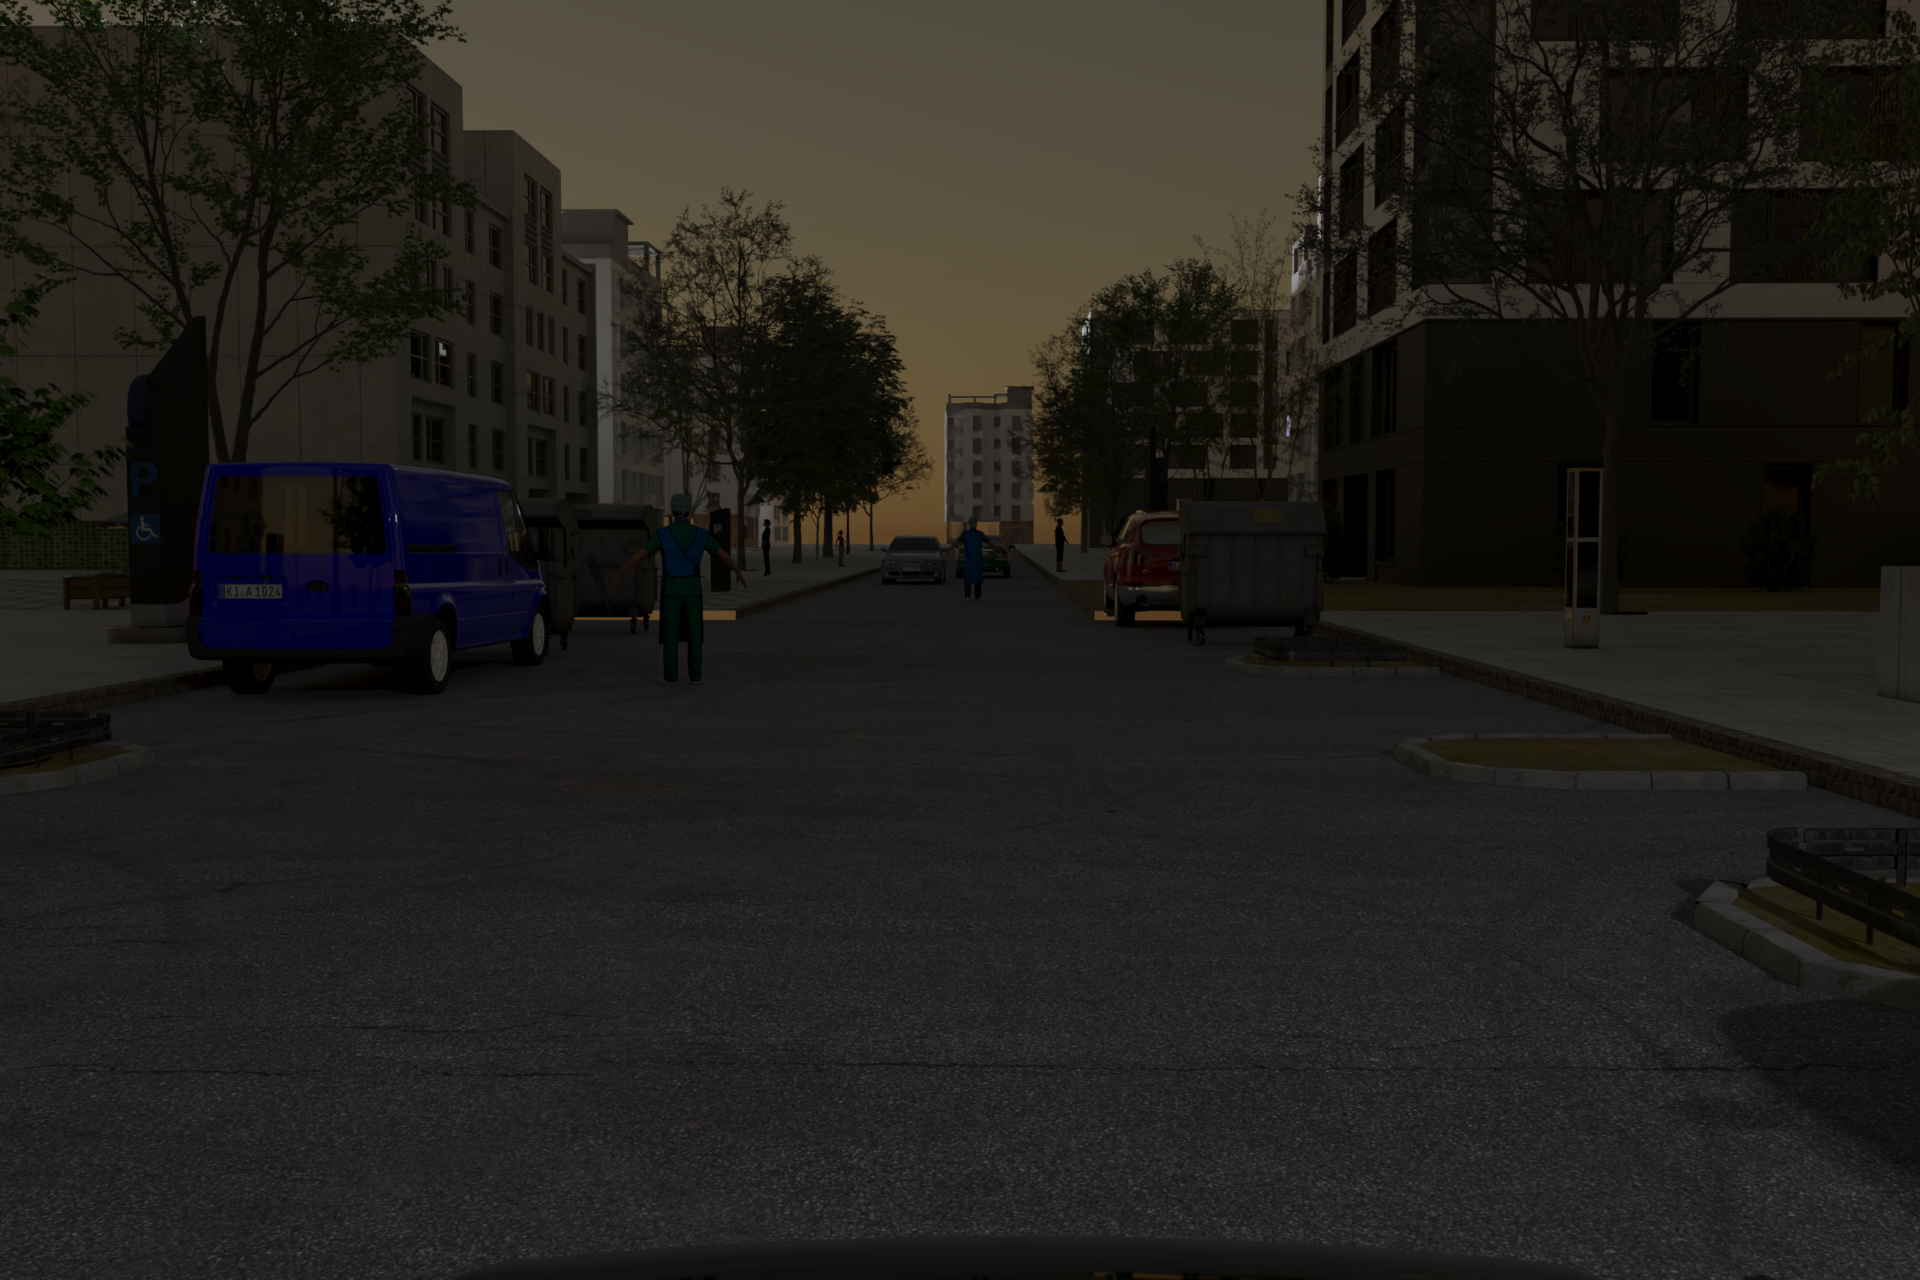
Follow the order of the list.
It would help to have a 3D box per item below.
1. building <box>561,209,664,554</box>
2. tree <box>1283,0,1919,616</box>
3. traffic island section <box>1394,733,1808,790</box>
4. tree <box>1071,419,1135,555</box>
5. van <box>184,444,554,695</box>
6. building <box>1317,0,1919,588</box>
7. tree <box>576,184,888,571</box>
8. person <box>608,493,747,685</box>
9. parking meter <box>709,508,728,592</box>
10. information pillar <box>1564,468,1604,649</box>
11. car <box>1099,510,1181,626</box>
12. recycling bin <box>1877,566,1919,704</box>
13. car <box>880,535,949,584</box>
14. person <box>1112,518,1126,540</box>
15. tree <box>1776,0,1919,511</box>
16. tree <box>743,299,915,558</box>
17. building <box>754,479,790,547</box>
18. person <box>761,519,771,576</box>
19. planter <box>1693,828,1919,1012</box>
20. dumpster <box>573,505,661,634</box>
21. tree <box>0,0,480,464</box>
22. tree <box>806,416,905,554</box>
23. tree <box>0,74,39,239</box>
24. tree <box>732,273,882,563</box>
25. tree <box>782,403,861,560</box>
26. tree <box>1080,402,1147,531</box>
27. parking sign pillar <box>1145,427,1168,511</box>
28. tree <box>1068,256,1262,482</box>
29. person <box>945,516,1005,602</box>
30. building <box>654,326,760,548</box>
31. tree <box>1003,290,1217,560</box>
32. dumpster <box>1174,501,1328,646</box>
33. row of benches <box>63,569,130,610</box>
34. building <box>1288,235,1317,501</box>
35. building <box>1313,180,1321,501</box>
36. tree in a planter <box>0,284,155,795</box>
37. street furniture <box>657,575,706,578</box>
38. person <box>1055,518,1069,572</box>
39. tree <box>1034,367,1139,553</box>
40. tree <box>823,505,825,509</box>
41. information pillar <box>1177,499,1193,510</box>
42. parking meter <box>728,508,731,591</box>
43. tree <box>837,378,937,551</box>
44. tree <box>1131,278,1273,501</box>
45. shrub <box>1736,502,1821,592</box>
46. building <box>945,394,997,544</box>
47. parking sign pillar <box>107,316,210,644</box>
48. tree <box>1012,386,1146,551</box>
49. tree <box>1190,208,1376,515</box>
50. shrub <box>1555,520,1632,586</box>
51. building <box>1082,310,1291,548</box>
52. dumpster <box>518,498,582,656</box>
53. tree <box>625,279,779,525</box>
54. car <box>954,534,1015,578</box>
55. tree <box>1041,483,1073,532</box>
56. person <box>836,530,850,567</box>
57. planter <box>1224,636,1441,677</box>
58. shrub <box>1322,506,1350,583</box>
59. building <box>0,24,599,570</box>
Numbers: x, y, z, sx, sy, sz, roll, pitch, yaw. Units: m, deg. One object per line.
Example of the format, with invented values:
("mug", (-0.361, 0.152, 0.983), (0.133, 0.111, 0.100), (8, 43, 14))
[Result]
("building", (-24.997, -15.038, 102.287), (16.016, 20.090, 11.380), (0, 4, 2))
("tree", (10.420, -7.168, 27.563), (12.009, 13.543, 11.850), (0, 3, 0))
("traffic island section", (3.771, 0.743, 10.710), (1.991, 0.108, 1.994), (0, 4, 1))
("tree", (8.823, -9.438, 104.677), (4.360, 8.622, 3.978), (0, 3, 0))
("van", (-5.538, -0.780, 17.130), (2.240, 2.365, 5.245), (0, 4, 1))
("building", (25.417, -13.022, 56.890), (27.936, 21.610, 32.646), (0, 4, 1))
("tree", (-7.653, -9.182, 60.493), (12.009, 13.543, 11.850), (0, 3, 0))
("person", (-2.660, -0.483, 16.480), (1.347, 1.817, 0.704), (-2, 4, -24))
("parking meter", (-5.390, -2.014, 38.633), (0.399, 1.863, 0.255), (0, 4, 3))
("information pillar", (6.989, -0.913, 19.418), (0.304, 2.012, 0.304), (0, 4, 1))
("car", (3.461, -1.205, 28.382), (2.281, 1.827, 5.304), (0, 4, 2))
("recycling bin", (7.620, -0.050, 13.371), (0.722, 1.027, 0.722), (0, 4, 2))
("car", (-1.314, -2.370, 50.755), (2.014, 1.417, 4.499), (0, 4, 2))
("person", (5.474, -3.171, 58.031), (0.705, 1.806, 1.347), (-3, 5, -42))
("tree", (9.441, -4.002, 15.798), (4.737, 8.622, 4.395), (0, 3, 0))
("tree", (-7.337, -11.504, 94.741), (9.857, 13.997, 8.962), (0, 3, 0))
("building", (-23.244, -15.280, 191.979), (9.099, 9.664, 28.070), (0, 4, 2))
("person", (-5.959, -2.809, 52.653), (0.721, 1.740, 1.216), (0, 4, -7))
("planter", (3.662, 0.932, 5.909), (1.991, 0.319, 1.994), (0, 4, 2))
("dumpster", (-5.363, -1.036, 25.149), (1.865, 1.857, 1.264), (0, 4, 1))
("tree", (-11.486, -6.196, 27.057), (9.928, 11.665, 9.643), (0, 3, 0))
("tree", (-6.983, -10.817, 111.276), (8.767, 10.594, 7.601), (2, 4, 35))
("tree", (-11.302, -4.056, 16.684), (4.360, 8.622, 3.978), (0, 3, 0))
("tree", (-6.894, -9.650, 75.900), (7.486, 12.596, 7.792), (0, 3, 0))
("tree", (-6.879, -8.188, 84.239), (4.737, 8.622, 4.395), (0, 3, 0))
("tree", (8.438, -8.987, 97.299), (4.360, 8.622, 3.978), (0, 3, 0))
("parking sign pillar", (4.987, -3.410, 44.227), (1.447, 3.967, 1.447), (0, 3, 0))
("tree", (7.574, -8.490, 64.561), (9.928, 11.665, 9.643), (0, 3, 0))
("person", (0.293, -1.718, 36.672), (1.347, 1.817, 0.704), (-1, 4, -19))
("building", (-25.175, -18.489, 158.723), (16.016, 20.090, 11.380), (0, 4, 2))
("tree", (7.668, -10.785, 86.697), (12.009, 13.543, 11.850), (0, 3, 0))
("dumpster", (3.781, -0.881, 22.626), (1.865, 1.857, 1.264), (0, 4, 1))
("row of benches", (-14.520, -0.967, 31.279), (1.422, 0.672, 4.104), (1, 4, 10))
("building", (26.277, -15.535, 110.421), (16.016, 20.090, 11.380), (0, 4, 1))
("building", (23.592, -14.232, 89.120), (16.016, 20.090, 11.380), (0, 4, 1))
("tree in a planter", (-6.005, -0.794, 10.209), (1.991, 3.239, 1.994), (0, 4, 1))
("street furniture", (-13.015, -2.299, 44.449), (11.010, 1.723, 9.812), (-2, 4, -27))
("person", (3.416, -3.211, 58.631), (0.704, 1.812, 1.346), (-1, 4, -12))
("tree", (8.664, -12.217, 117.870), (7.486, 12.596, 7.792), (0, 3, 0))
("tree", (-16.047, -22.338, 221.107), (12.611, 20.169, 13.585), (0, 3, 0))
("information pillar", (4.705, -1.948, 36.348), (0.304, 2.012, 0.304), (0, 4, 1))
("parking meter", (-5.389, -2.044, 39.124), (0.399, 1.863, 0.255), (0, 4, 3))
("tree", (-6.718, -13.359, 128.788), (12.009, 13.543, 11.850), (0, 3, 0))
("tree", (7.040, -6.095, 50.012), (4.360, 8.622, 3.978), (0, 3, 0))
("shrub", (18.190, -2.085, 38.517), (1.690, 2.028, 1.600), (0, 3, 0))
("building", (-1.667, -22.444, 225.843), (11.380, 20.090, 16.016), (0, 4, 5))
("parking sign pillar", (-9.522, -1.981, 20.861), (1.447, 3.967, 1.447), (0, 4, 1))
("tree", (9.532, -13.699, 134.342), (12.009, 13.543, 11.850), (0, 3, 0))
("tree", (6.942, -5.469, 39.779), (4.360, 8.622, 3.978), (0, 3, 0))
("shrub", (13.928, -2.062, 38.130), (1.690, 2.028, 1.600), (0, 3, 0))
("building", (26.074, -20.206, 174.334), (27.936, 21.610, 32.646), (0, 4, 1))
("dumpster", (-5.573, -0.766, 20.746), (1.865, 1.857, 1.264), (0, 4, 1))
("tree", (-8.146, -6.140, 50.755), (4.360, 8.622, 3.978), (0, 3, 0))
("car", (0.790, -2.829, 58.057), (2.131, 1.459, 4.920), (0, 4, 1))
("tree", (12.668, -16.765, 224.470), (4.737, 8.622, 4.395), (0, 3, 0))
("person", (-4.606, -3.587, 67.913), (0.599, 1.433, 0.991), (-3, 4, -36))
("planter", (3.850, 0.168, 18.388), (1.991, 0.319, 1.994), (0, 4, 1))
("shrub", (9.495, -2.541, 45.589), (1.661, 2.075, 1.752), (0, 3, 0))
("building", (-27.875, -12.835, 76.317), (16.747, 18.905, 31.486), (0, 4, 1))
